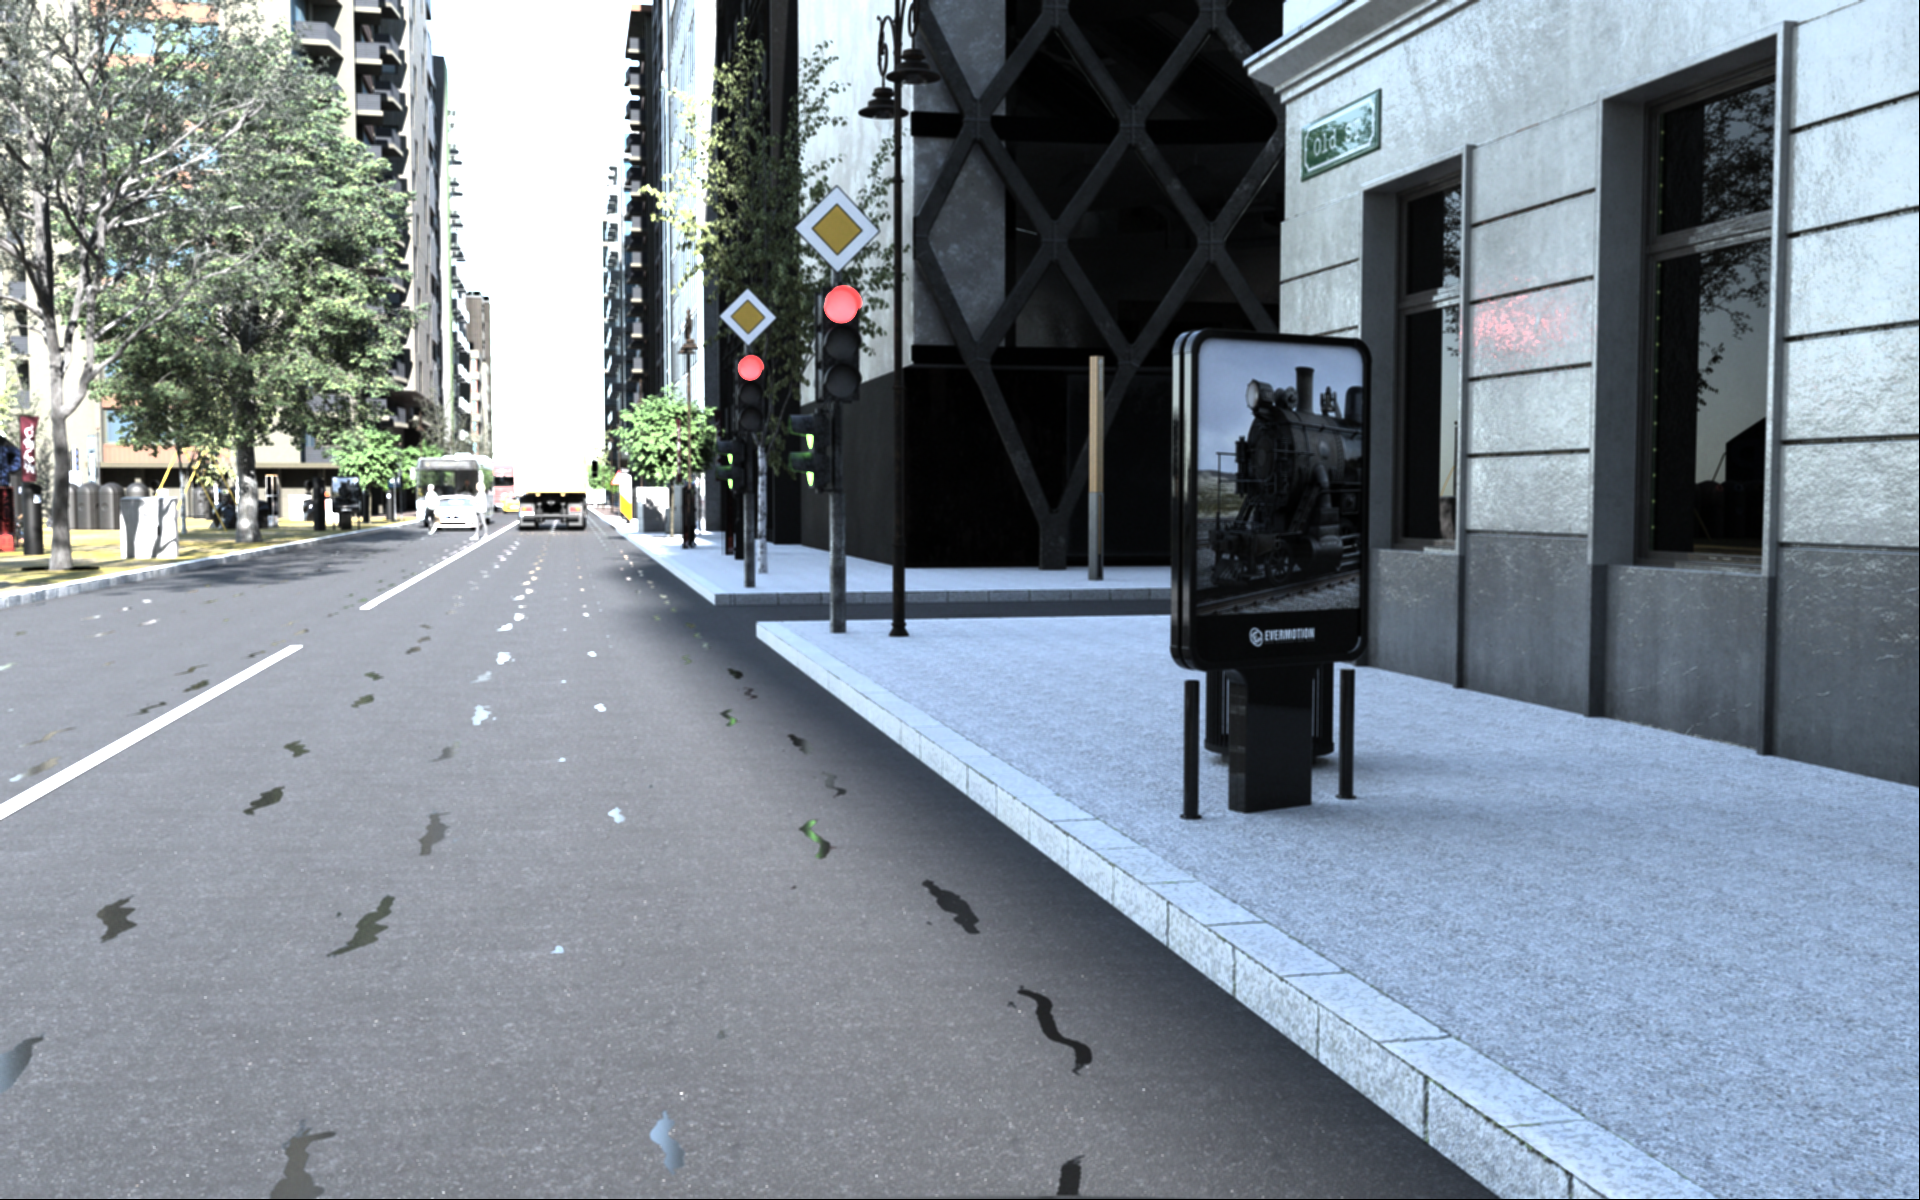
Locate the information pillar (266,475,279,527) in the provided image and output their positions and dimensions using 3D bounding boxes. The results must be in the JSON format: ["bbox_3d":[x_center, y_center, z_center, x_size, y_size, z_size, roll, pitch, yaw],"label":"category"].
[{"bbox_3d":[-26.522,-3.810,66.785,0.304,2.012,0.304,1,4,17],"label":"information pillar"}]

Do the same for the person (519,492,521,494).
[{"bbox_3d":[-56.898,-13.163,223.845,1.348,1.807,0.705,1,4,18],"label":"person"}]

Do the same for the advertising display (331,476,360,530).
[{"bbox_3d":[-22.025,-3.480,62.112,0.974,1.923,0.123,-1,4,-13],"label":"advertising display"}]

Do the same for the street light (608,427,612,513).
[{"bbox_3d":[-23.491,-8.805,116.753,0.468,5.910,1.993,-1,4,-13],"label":"street light"}]

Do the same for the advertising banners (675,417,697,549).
[{"bbox_3d":[-6.441,-2.720,40.655,0.090,3.025,2.074,0,4,3],"label":"advertising banners"}]

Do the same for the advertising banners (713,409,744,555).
[{"bbox_3d":[-4.877,-2.477,36.687,0.090,3.025,2.074,1,4,11],"label":"advertising banners"}]

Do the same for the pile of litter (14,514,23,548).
[{"bbox_3d":[-22.894,-1.704,41.824,1.176,0.858,1.719,0,4,0],"label":"pile of litter"}]

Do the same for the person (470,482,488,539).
[{"bbox_3d":[-15.218,-2.822,54.831,0.526,1.800,0.537,-2,4,-28],"label":"person"}]

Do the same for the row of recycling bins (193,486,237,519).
[{"bbox_3d":[-38.460,-5.057,89.795,1.069,1.692,3.534,1,4,14],"label":"row of recycling bins"}]

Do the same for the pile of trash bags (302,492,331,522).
[{"bbox_3d":[-30.145,-4.423,82.066,1.912,1.369,3.447,-1,4,-18],"label":"pile of trash bags"}]

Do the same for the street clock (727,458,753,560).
[{"bbox_3d":[-4.309,-1.795,33.918,0.471,2.002,0.358,0,4,3],"label":"street clock"}]

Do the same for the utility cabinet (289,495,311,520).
[{"bbox_3d":[-32.516,-4.539,85.377,0.306,1.237,1.020,3,5,40],"label":"utility cabinet"}]

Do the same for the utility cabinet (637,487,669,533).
[{"bbox_3d":[-10.133,-2.969,57.224,0.318,1.500,1.173,2,4,35],"label":"utility cabinet"}]

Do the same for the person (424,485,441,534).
[{"bbox_3d":[-19.120,-3.297,62.888,0.515,1.767,0.782,1,4,16],"label":"person"}]

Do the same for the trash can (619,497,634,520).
[{"bbox_3d":[-16.258,-4.458,84.547,0.748,1.137,0.748,0,3,0],"label":"trash can"}]

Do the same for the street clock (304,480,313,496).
[{"bbox_3d":[-34.316,-5.304,91.287,0.358,2.002,0.471,1,4,19],"label":"street clock"}]

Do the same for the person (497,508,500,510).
[{"bbox_3d":[-42.591,-9.241,159.675,0.705,1.814,1.350,0,3,0],"label":"person"}]

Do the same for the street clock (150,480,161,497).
[{"bbox_3d":[-42.366,-5.300,91.224,0.471,2.002,0.358,1,4,13],"label":"street clock"}]

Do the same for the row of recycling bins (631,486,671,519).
[{"bbox_3d":[-15.658,-4.921,87.567,1.069,1.692,3.534,-2,4,-35],"label":"row of recycling bins"}]

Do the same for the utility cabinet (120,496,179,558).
[{"bbox_3d":[-16.289,-1.446,34.808,1.020,1.237,0.306,-1,4,-10],"label":"utility cabinet"}]

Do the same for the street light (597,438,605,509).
[{"bbox_3d":[-29.664,-10.468,143.935,0.468,5.910,1.993,-1,4,-13],"label":"street light"}]

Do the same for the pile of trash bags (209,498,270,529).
[{"bbox_3d":[-26.546,-3.322,64.073,1.912,1.369,3.447,-2,4,-33],"label":"pile of trash bags"}]

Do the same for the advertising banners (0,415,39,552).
[{"bbox_3d":[-21.055,-2.562,38.073,0.090,3.025,2.074,1,4,19],"label":"advertising banners"}]

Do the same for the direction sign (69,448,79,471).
[{"bbox_3d":[-44.175,-5.752,86.046,0.876,3.537,0.379,1,4,9],"label":"direction sign"}]

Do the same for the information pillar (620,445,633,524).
[{"bbox_3d":[-14.168,-5.024,73.504,0.504,3.616,0.183,1,4,22],"label":"information pillar"}]

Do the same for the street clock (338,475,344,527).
[{"bbox_3d":[-23.903,-3.813,66.906,0.471,2.002,0.358,1,4,23],"label":"street clock"}]

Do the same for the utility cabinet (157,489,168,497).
[{"bbox_3d":[-37.781,-4.489,82.077,0.318,1.500,1.173,-2,4,-34],"label":"utility cabinet"}]

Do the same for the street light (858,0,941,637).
[{"bbox_3d":[-0.553,-2.612,15.491,0.468,5.910,1.993,-1,4,-13],"label":"street light"}]

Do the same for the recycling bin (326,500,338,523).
[{"bbox_3d":[-28.106,-3.995,77.872,0.722,1.027,0.722,-1,4,-17],"label":"recycling bin"}]

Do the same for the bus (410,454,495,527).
[{"bbox_3d":[-22.832,-5.127,78.678,2.948,3.499,13.247,-1,4,-12],"label":"bus"}]

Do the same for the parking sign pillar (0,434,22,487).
[{"bbox_3d":[-38.860,-5.033,70.761,1.447,3.967,1.447,1,4,18],"label":"parking sign pillar"}]

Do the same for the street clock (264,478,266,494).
[{"bbox_3d":[-30.049,-4.328,75.336,0.358,2.002,0.471,0,4,6],"label":"street clock"}]

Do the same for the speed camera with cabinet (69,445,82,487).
[{"bbox_3d":[-36.027,-4.693,71.060,0.660,3.252,2.038,1,4,8],"label":"speed camera with cabinet"}]

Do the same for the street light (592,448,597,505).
[{"bbox_3d":[-35.898,-12.144,171.344,0.468,5.910,1.993,-1,4,-13],"label":"street light"}]

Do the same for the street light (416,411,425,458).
[{"bbox_3d":[-29.968,-7.557,96.352,0.468,5.910,1.993,-1,4,-13],"label":"street light"}]

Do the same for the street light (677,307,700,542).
[{"bbox_3d":[-6.694,-4.282,42.806,0.468,5.910,1.993,-1,4,-13],"label":"street light"}]

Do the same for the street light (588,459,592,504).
[{"bbox_3d":[-42.245,-13.842,199.098,0.468,5.910,1.993,-1,4,-13],"label":"street light"}]

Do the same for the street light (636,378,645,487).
[{"bbox_3d":[-12.742,-5.898,69.227,0.468,5.910,1.993,-1,4,-13],"label":"street light"}]

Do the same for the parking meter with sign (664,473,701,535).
[{"bbox_3d":[-8.753,-3.589,54.938,0.543,3.016,1.738,-3,5,-45],"label":"parking meter with sign"}]

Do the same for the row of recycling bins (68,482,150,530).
[{"bbox_3d":[-30.585,-3.346,61.825,3.534,1.692,1.069,1,4,10],"label":"row of recycling bins"}]

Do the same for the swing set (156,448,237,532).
[{"bbox_3d":[-26.567,-3.832,60.270,2.862,2.851,3.119,0,4,-7],"label":"swing set"}]

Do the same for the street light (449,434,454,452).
[{"bbox_3d":[-36.052,-9.190,123.042,0.468,5.910,1.993,-1,4,-13],"label":"street light"}]

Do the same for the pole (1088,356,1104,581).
[{"bbox_3d":[2.021,-1.947,25.676,0.158,3.312,0.155,0,3,0],"label":"pole"}]

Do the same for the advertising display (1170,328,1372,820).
[{"bbox_3d":[1.270,-0.111,7.032,0.974,1.923,0.123,-2,4,-32],"label":"advertising display"}]

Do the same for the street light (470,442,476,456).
[{"bbox_3d":[-42.200,-10.840,150.021,0.468,5.910,1.993,-1,4,-13],"label":"street light"}]

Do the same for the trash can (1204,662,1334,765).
[{"bbox_3d":[1.482,0.206,8.284,0.748,1.137,0.748,0,3,0],"label":"trash can"}]

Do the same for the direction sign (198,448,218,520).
[{"bbox_3d":[-36.700,-5.664,84.606,0.876,3.537,0.379,-1,4,-8],"label":"direction sign"}]

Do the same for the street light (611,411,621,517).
[{"bbox_3d":[-18.881,-7.535,95.988,0.468,5.910,1.993,-1,4,-13],"label":"street light"}]
